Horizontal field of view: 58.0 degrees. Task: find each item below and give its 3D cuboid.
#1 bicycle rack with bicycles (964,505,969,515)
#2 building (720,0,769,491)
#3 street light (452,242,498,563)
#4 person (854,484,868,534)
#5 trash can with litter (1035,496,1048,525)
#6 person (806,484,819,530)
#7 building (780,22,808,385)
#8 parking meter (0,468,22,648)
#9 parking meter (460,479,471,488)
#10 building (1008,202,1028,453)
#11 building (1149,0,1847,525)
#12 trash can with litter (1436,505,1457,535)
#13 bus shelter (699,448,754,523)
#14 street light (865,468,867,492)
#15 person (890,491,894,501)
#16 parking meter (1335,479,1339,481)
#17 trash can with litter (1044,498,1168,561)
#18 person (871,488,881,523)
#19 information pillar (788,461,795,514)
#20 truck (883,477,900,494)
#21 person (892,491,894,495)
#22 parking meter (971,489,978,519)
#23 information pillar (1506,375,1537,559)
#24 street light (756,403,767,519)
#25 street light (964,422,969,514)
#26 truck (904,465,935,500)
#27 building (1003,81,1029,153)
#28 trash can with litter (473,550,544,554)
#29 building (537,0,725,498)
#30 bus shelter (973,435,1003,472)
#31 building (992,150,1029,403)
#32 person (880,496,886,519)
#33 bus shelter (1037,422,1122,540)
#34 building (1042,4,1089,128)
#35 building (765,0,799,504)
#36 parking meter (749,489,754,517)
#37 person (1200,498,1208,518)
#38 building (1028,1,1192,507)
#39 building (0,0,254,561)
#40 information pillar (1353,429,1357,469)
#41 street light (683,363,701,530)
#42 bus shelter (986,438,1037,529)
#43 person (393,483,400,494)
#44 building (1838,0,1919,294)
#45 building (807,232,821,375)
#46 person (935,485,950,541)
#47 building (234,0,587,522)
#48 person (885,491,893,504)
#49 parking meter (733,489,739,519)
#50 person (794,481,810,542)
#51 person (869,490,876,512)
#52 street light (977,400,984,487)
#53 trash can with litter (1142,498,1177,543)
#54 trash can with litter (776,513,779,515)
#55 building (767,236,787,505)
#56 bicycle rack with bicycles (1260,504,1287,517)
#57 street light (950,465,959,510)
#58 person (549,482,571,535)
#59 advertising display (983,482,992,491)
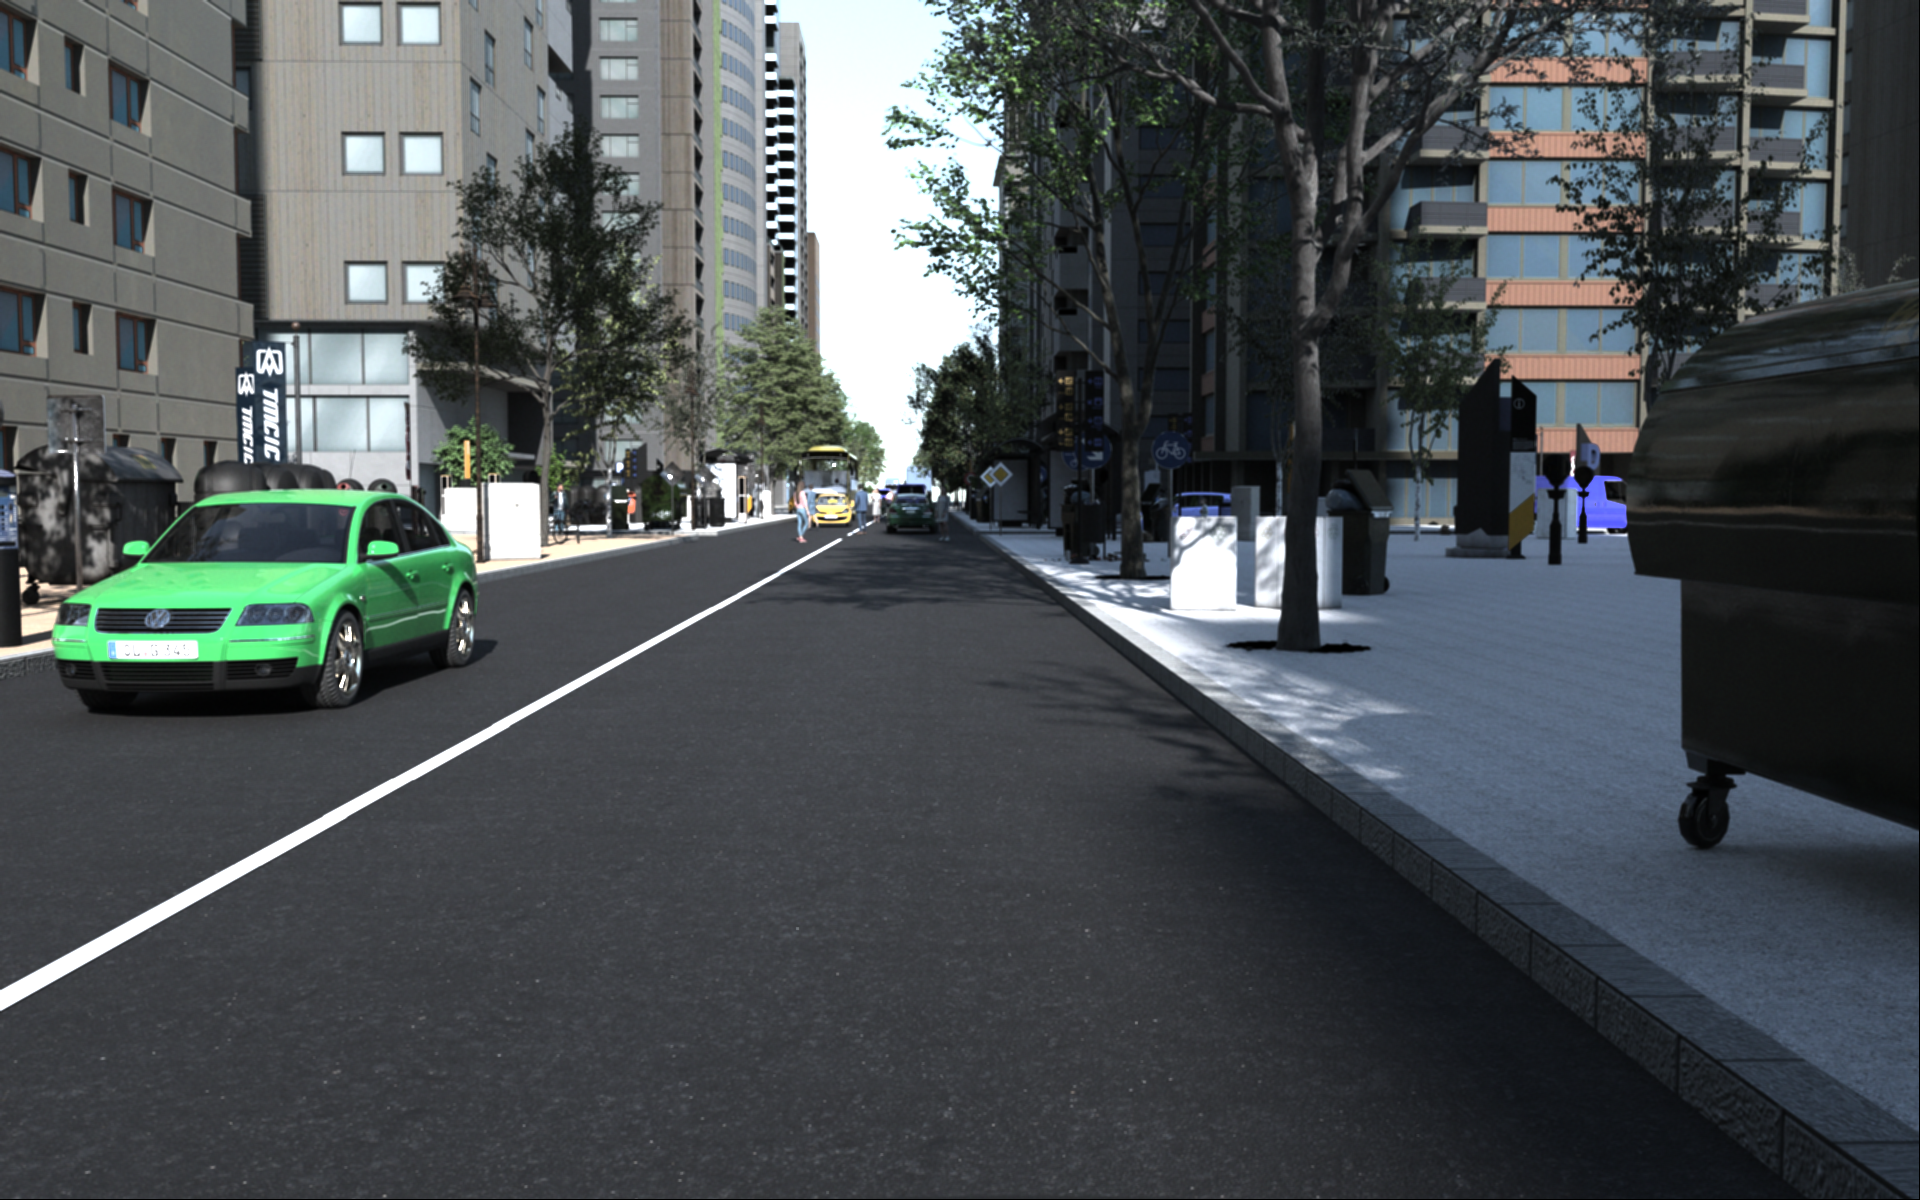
[{"bbox_3d":[1.718,-5.727,107.025,2.925,0.926,2.852,0,4,-4],"label":"bicycle rack with bicycles"},{"bbox_3d":[-30.679,-38.392,169.705,21.231,58.520,28.212,0,4,-1],"label":"building"},{"bbox_3d":[-8.914,-3.622,32.006,0.468,5.910,1.993,0,4,-1],"label":"street light"},{"bbox_3d":[-3.502,-3.240,61.656,0.419,1.800,0.721,3,5,40],"label":"person"},{"bbox_3d":[3.307,-3.757,72.821,0.624,1.170,1.055,1,4,19],"label":"trash can with litter"},{"bbox_3d":[-5.857,-3.673,68.574,0.581,1.822,0.654,-3,4,-39],"label":"person"},{"bbox_3d":[-31.906,-50.752,268.054,20.563,71.187,20.611,0,4,-1],"label":"building"},{"bbox_3d":[-8.114,-0.375,14.548,0.372,1.533,0.369,0,3,0],"label":"parking meter"},{"bbox_3d":[-18.643,-3.645,65.307,0.399,1.863,0.255,2,4,35],"label":"parking meter"},{"bbox_3d":[13.660,-34.069,240.615,14.154,41.232,14.086,0,4,-1],"label":"building"},{"bbox_3d":[23.707,-26.000,79.717,28.867,44.769,22.147,0,4,-1],"label":"building"},{"bbox_3d":[15.534,-2.628,54.349,1.055,1.170,0.624,0,4,7],"label":"trash can with litter"},{"bbox_3d":[-10.692,-5.210,79.103,2.014,3.302,5.546,0,4,-1],"label":"bus shelter"},{"bbox_3d":[-13.416,-16.819,247.785,0.468,5.910,1.993,0,4,-1],"label":"street light"},{"bbox_3d":[-7.438,-10.771,185.161,0.990,1.755,0.434,-2,4,-30],"label":"person"},{"bbox_3d":[14.898,-3.800,67.844,0.399,1.863,0.255,3,5,40],"label":"parking meter"},{"bbox_3d":[2.880,-1.365,33.376,2.233,1.210,1.678,2,4,25],"label":"trash can with litter"},{"bbox_3d":[-4.217,-4.763,86.952,0.480,1.755,0.524,1,4,10],"label":"person"},{"bbox_3d":[-10.754,-7.293,110.594,0.183,3.616,0.504,3,5,45],"label":"information pillar"},{"bbox_3d":[-10.794,-18.114,285.929,2.967,4.110,18.799,0,4,0],"label":"truck"},{"bbox_3d":[-7.239,-11.006,189.185,0.721,1.736,1.217,0,4,-4],"label":"person"},{"bbox_3d":[0.720,-4.837,87.499,0.372,1.533,0.369,0,3,0],"label":"parking meter"},{"bbox_3d":[11.083,-2.619,34.172,0.504,3.616,0.183,0,4,4],"label":"information pillar"},{"bbox_3d":[-10.024,-7.026,87.667,0.468,5.910,1.993,0,4,-1],"label":"street light"},{"bbox_3d":[0.466,-8.350,109.307,0.468,5.910,1.993,0,4,-1],"label":"street light"},{"bbox_3d":[-3.870,-10.203,156.583,2.967,4.110,18.799,0,3,0],"label":"truck"},{"bbox_3d":[15.521,-51.787,284.961,20.563,71.187,20.611,0,4,-1],"label":"building"},{"bbox_3d":[-9.764,-1.627,37.667,1.678,1.210,2.233,2,4,26],"label":"trash can with litter"},{"bbox_3d":[-24.486,-26.808,121.897,14.154,41.232,14.086,0,4,-1],"label":"building"},{"bbox_3d":[1.943,-8.408,115.099,2.179,5.291,8.768,0,4,-1],"label":"bus shelter"},{"bbox_3d":[19.737,-41.104,261.284,28.713,52.752,27.495,0,4,-1],"label":"building"},{"bbox_3d":[-4.512,-5.426,101.464,0.306,1.304,0.590,-1,4,-18],"label":"person"},{"bbox_3d":[3.505,-3.447,50.282,2.014,3.302,5.546,0,4,-1],"label":"bus shelter"},{"bbox_3d":[21.901,-35.063,162.513,28.713,52.752,27.495,0,4,-1],"label":"building"},{"bbox_3d":[-32.706,-56.781,241.047,22.319,86.520,31.000,0,4,-1],"label":"building"},{"bbox_3d":[-11.897,-5.685,98.657,0.399,1.863,0.255,3,5,42],"label":"parking meter"},{"bbox_3d":[7.942,-2.675,56.510,0.394,1.301,0.425,-2,4,-29],"label":"person"},{"bbox_3d":[17.982,-39.637,190.061,21.231,58.520,28.212,0,4,-1],"label":"building"},{"bbox_3d":[-31.365,-11.178,27.804,28.899,21.520,27.650,0,4,-1],"label":"building"},{"bbox_3d":[14.125,-4.317,61.942,0.183,3.616,0.504,1,4,17],"label":"information pillar"},{"bbox_3d":[-9.482,-5.420,61.398,0.468,5.910,1.993,0,4,-1],"label":"street light"},{"bbox_3d":[2.086,-4.348,65.011,2.014,3.302,5.546,0,4,-1],"label":"bus shelter"},{"bbox_3d":[-17.994,-2.835,55.034,0.511,1.800,0.466,-1,4,-16],"label":"person"},{"bbox_3d":[59.828,-30.177,82.626,27.495,52.752,28.713,0,4,-1],"label":"building"},{"bbox_3d":[-30.319,-38.908,286.254,14.600,45.320,14.200,0,4,-1],"label":"building"},{"bbox_3d":[-0.512,-2.693,53.527,0.512,1.701,0.522,2,4,26],"label":"person"},{"bbox_3d":[-34.710,-30.336,85.238,28.713,52.752,27.495,0,4,-1],"label":"building"},{"bbox_3d":[-6.051,-8.568,149.526,0.756,1.711,0.436,3,5,41],"label":"person"},{"bbox_3d":[-11.586,-4.987,89.946,0.372,1.533,0.369,0,3,0],"label":"parking meter"},{"bbox_3d":[-4.698,-2.639,51.651,0.555,1.821,0.388,2,4,35],"label":"person"},{"bbox_3d":[-6.981,-7.956,139.030,0.568,1.767,0.683,0,4,-1],"label":"person"},{"bbox_3d":[1.047,-6.740,82.992,0.468,5.910,1.993,0,4,-1],"label":"street light"},{"bbox_3d":[5.211,-2.124,46.116,1.055,1.170,0.624,-3,4,-37],"label":"trash can with litter"},{"bbox_3d":[-11.801,-5.894,107.423,1.678,1.210,2.233,-1,4,-10],"label":"trash can with litter"},{"bbox_3d":[-26.922,-25.727,192.337,14.160,30.474,14.107,0,4,-1],"label":"building"},{"bbox_3d":[11.884,-2.971,61.963,2.852,0.926,2.925,0,4,-4],"label":"bicycle rack with bicycles"},{"bbox_3d":[-0.544,-11.361,158.539,0.468,5.910,1.993,0,4,-1],"label":"street light"},{"bbox_3d":[-13.259,-3.002,57.570,0.794,1.824,0.713,-1,4,-15],"label":"person"},{"bbox_3d":[1.718,-5.473,94.693,0.974,1.923,0.123,0,4,-8],"label":"advertising display"}]
